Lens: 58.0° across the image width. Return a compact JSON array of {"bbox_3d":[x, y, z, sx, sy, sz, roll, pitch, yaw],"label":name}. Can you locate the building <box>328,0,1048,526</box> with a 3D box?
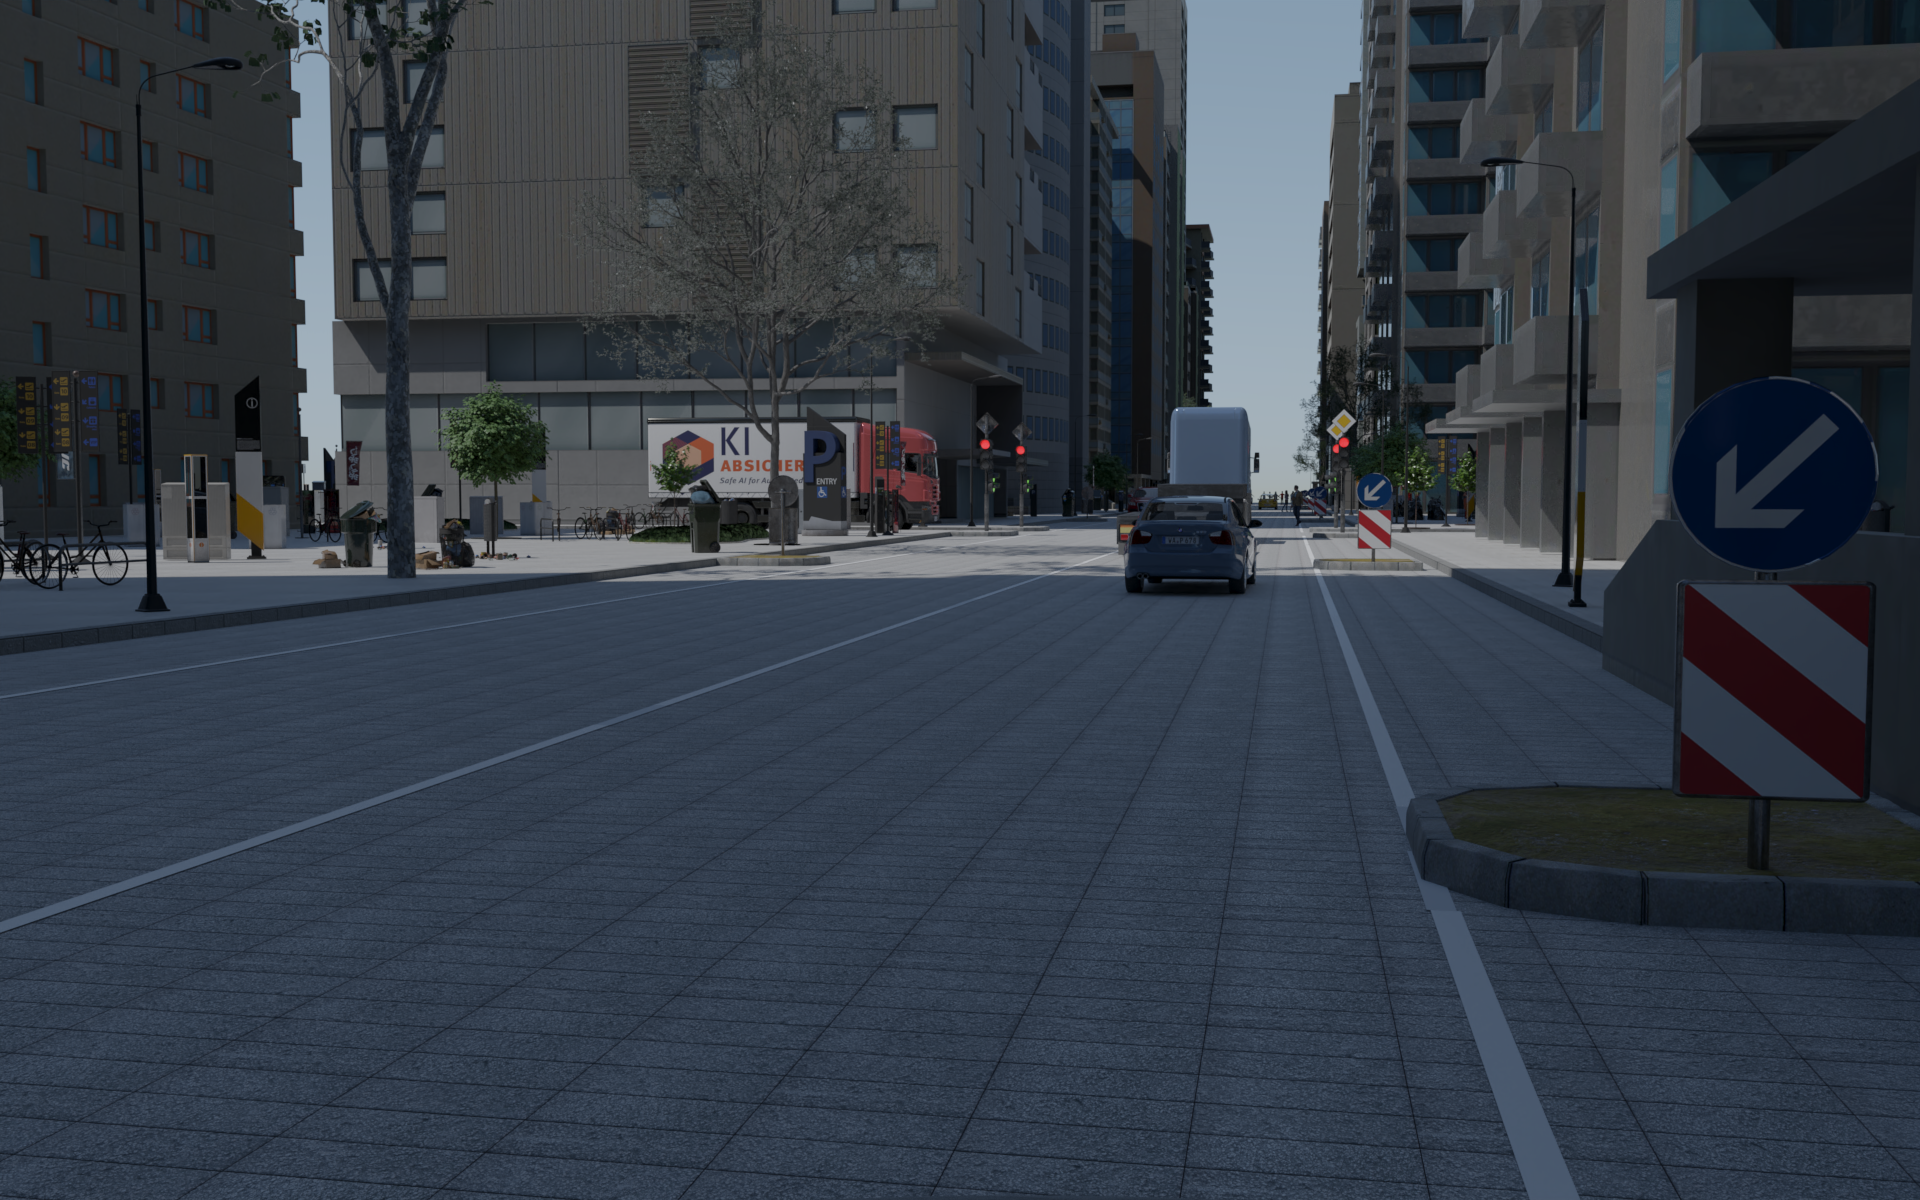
[{"bbox_3d":[-10.835,-30.148,82.160,28.713,52.752,27.495,1,4,11],"label":"building"}]

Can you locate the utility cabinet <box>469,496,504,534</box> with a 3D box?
[{"bbox_3d":[-15.084,-2.692,55.179,1.020,1.237,0.306,-1,4,-10],"label":"utility cabinet"}]

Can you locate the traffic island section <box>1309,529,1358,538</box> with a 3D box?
[{"bbox_3d":[12.729,-2.157,57.542,2.009,0.180,2.903,1,4,11],"label":"traffic island section"}]

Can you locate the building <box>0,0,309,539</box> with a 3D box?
[{"bbox_3d":[-40.853,-12.700,52.688,28.899,21.520,27.650,1,4,11],"label":"building"}]

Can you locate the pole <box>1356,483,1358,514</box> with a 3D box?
[{"bbox_3d":[25.354,-7.124,110.325,0.158,3.312,0.155,0,3,0],"label":"pole"}]

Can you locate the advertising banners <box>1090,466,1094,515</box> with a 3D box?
[{"bbox_3d":[8.112,-6.747,106.496,0.090,3.025,2.074,1,4,12],"label":"advertising banners"}]

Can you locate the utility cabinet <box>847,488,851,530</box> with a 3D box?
[{"bbox_3d":[-4.248,-3.201,61.007,0.318,1.500,1.173,2,4,25],"label":"utility cabinet"}]

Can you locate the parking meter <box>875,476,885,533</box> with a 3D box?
[{"bbox_3d":[-2.636,-3.128,56.848,0.255,1.863,0.399,-1,4,-16],"label":"parking meter"}]

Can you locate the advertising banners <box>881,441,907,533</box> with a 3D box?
[{"bbox_3d":[-2.135,-3.705,56.760,0.090,3.025,2.074,1,4,20],"label":"advertising banners"}]

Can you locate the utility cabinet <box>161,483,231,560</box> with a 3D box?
[{"bbox_3d":[-14.785,-1.520,33.527,1.173,1.500,0.318,0,4,-7],"label":"utility cabinet"}]

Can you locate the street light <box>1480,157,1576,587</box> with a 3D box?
[{"bbox_3d":[7.867,-3.144,23.953,1.470,5.913,1.316,1,4,11],"label":"street light"}]

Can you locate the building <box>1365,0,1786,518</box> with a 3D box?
[{"bbox_3d":[39.738,-30.583,119.646,23.786,49.044,30.456,1,4,11],"label":"building"}]

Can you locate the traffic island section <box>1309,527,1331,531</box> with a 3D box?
[{"bbox_3d":[14.214,-2.637,65.388,2.009,0.180,2.903,1,4,11],"label":"traffic island section"}]

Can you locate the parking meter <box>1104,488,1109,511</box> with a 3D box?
[{"bbox_3d":[11.251,-7.803,133.291,0.255,1.863,0.399,-2,4,-24],"label":"parking meter"}]

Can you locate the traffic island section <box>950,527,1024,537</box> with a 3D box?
[{"bbox_3d":[0.898,-2.293,59.778,2.009,0.180,2.903,1,4,11],"label":"traffic island section"}]

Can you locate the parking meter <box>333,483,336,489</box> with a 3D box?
[{"bbox_3d":[-29.895,-4.737,83.163,0.399,1.863,0.255,2,4,34],"label":"parking meter"}]

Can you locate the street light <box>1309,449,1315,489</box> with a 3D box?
[{"bbox_3d":[37.307,-12.683,179.902,1.470,5.913,1.316,1,4,11],"label":"street light"}]

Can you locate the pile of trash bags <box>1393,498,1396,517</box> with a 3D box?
[{"bbox_3d":[24.398,-5.389,97.869,1.912,1.369,3.447,0,4,-5],"label":"pile of trash bags"}]

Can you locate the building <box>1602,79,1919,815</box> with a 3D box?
[{"bbox_3d":[19.816,-19.041,3.203,32.217,40.220,23.993,1,4,11],"label":"building"}]

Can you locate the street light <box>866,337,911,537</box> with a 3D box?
[{"bbox_3d":[-2.099,-4.823,51.395,1.470,5.913,1.316,1,4,11],"label":"street light"}]

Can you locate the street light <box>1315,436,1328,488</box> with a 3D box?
[{"bbox_3d":[30.961,-10.632,146.373,1.470,5.913,1.316,1,4,11],"label":"street light"}]

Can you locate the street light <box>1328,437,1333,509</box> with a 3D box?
[{"bbox_3d":[23.251,-8.114,105.202,1.470,5.913,1.316,1,4,11],"label":"street light"}]

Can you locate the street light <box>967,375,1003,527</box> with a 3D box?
[{"bbox_3d":[0.992,-5.829,67.843,1.470,5.913,1.316,1,4,11],"label":"street light"}]

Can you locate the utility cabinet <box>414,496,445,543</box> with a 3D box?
[{"bbox_3d":[-14.049,-2.107,45.614,1.020,1.237,0.306,2,4,26],"label":"utility cabinet"}]

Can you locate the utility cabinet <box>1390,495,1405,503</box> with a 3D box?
[{"bbox_3d":[26.076,-5.650,103.541,1.020,1.237,0.306,-1,4,-20],"label":"utility cabinet"}]

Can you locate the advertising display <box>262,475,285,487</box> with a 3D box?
[{"bbox_3d":[-23.766,-3.333,59.703,0.974,1.923,0.123,-1,4,-16],"label":"advertising display"}]

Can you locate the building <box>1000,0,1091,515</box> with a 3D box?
[{"bbox_3d":[-3.221,-35.166,116.968,21.231,58.520,28.212,1,4,11],"label":"building"}]

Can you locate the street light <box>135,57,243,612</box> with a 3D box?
[{"bbox_3d":[-8.307,-2.821,18.673,1.470,5.913,1.316,1,4,11],"label":"street light"}]

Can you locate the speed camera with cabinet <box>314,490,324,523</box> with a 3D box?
[{"bbox_3d":[-29.486,-5.071,77.250,2.038,3.252,0.660,0,4,-7],"label":"speed camera with cabinet"}]

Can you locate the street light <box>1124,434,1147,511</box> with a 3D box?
[{"bbox_3d":[13.397,-9.851,133.597,1.470,5.913,1.316,1,4,11],"label":"street light"}]

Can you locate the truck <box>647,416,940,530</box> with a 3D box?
[{"bbox_3d":[-5.770,-4.593,64.005,11.283,4.237,2.839,1,4,9],"label":"truck"}]

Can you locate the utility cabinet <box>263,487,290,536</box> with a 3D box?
[{"bbox_3d":[-20.673,-2.658,52.141,1.173,1.500,0.318,2,4,33],"label":"utility cabinet"}]

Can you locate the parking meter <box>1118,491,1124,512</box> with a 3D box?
[{"bbox_3d":[11.526,-7.065,123.921,0.372,1.533,0.369,0,3,0],"label":"parking meter"}]

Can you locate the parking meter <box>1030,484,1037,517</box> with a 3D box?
[{"bbox_3d":[4.153,-5.640,97.926,0.399,1.863,0.255,1,4,12],"label":"parking meter"}]

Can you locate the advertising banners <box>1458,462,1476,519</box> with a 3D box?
[{"bbox_3d":[26.156,-5.688,89.183,0.090,3.025,2.074,-1,4,-13],"label":"advertising banners"}]

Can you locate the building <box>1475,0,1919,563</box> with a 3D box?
[{"bbox_3d":[23.490,-25.591,38.021,23.786,49.044,30.456,1,4,11],"label":"building"}]

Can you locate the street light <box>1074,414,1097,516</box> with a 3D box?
[{"bbox_3d":[7.249,-7.848,100.863,1.470,5.913,1.316,1,4,11],"label":"street light"}]

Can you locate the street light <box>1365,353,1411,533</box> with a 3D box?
[{"bbox_3d":[14.190,-5.174,57.141,1.470,5.913,1.316,1,4,11],"label":"street light"}]

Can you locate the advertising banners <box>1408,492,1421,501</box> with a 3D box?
[{"bbox_3d":[27.580,-6.727,106.180,0.090,3.025,2.074,-1,4,-21],"label":"advertising banners"}]

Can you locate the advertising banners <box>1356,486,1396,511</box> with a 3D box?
[{"bbox_3d":[20.015,-5.294,82.752,2.074,3.025,0.090,1,4,12],"label":"advertising banners"}]

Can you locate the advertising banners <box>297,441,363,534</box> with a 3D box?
[{"bbox_3d":[-20.537,-3.688,56.490,2.074,3.025,0.090,-2,4,-28],"label":"advertising banners"}]

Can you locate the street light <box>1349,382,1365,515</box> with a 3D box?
[{"bbox_3d":[17.014,-6.082,71.987,1.470,5.913,1.316,1,4,11],"label":"street light"}]

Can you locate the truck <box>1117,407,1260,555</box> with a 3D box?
[{"bbox_3d":[6.568,-3.562,47.991,2.967,4.110,18.799,1,4,11],"label":"truck"}]

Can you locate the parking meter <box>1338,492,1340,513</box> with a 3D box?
[{"bbox_3d":[25.638,-6.842,117.584,0.255,1.863,0.399,0,4,4],"label":"parking meter"}]

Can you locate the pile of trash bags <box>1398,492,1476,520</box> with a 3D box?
[{"bbox_3d":[23.528,-4.602,84.992,3.447,1.369,1.912,2,4,24],"label":"pile of trash bags"}]

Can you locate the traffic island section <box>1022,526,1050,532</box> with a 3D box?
[{"bbox_3d":[2.383,-2.773,67.624,2.009,0.180,2.903,1,4,11],"label":"traffic island section"}]
